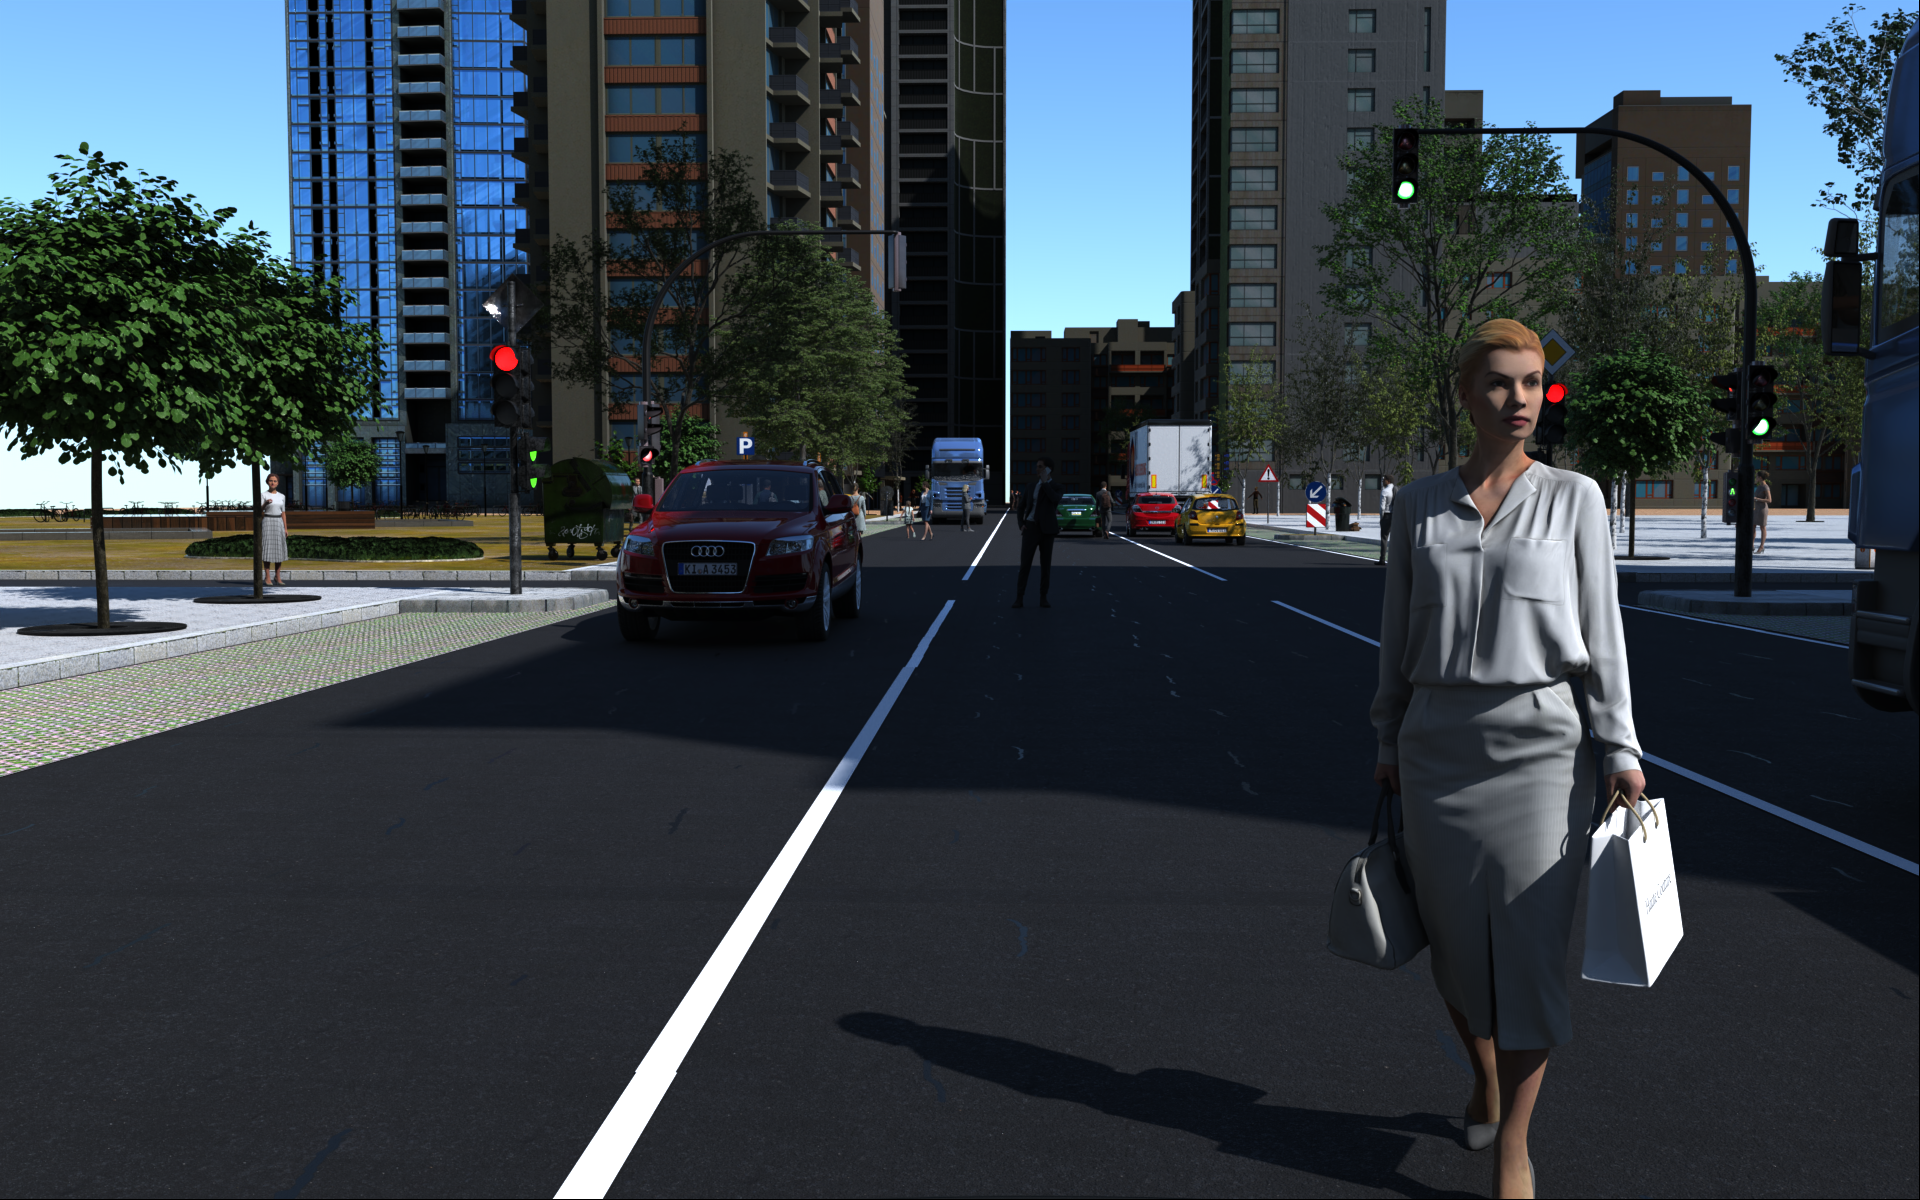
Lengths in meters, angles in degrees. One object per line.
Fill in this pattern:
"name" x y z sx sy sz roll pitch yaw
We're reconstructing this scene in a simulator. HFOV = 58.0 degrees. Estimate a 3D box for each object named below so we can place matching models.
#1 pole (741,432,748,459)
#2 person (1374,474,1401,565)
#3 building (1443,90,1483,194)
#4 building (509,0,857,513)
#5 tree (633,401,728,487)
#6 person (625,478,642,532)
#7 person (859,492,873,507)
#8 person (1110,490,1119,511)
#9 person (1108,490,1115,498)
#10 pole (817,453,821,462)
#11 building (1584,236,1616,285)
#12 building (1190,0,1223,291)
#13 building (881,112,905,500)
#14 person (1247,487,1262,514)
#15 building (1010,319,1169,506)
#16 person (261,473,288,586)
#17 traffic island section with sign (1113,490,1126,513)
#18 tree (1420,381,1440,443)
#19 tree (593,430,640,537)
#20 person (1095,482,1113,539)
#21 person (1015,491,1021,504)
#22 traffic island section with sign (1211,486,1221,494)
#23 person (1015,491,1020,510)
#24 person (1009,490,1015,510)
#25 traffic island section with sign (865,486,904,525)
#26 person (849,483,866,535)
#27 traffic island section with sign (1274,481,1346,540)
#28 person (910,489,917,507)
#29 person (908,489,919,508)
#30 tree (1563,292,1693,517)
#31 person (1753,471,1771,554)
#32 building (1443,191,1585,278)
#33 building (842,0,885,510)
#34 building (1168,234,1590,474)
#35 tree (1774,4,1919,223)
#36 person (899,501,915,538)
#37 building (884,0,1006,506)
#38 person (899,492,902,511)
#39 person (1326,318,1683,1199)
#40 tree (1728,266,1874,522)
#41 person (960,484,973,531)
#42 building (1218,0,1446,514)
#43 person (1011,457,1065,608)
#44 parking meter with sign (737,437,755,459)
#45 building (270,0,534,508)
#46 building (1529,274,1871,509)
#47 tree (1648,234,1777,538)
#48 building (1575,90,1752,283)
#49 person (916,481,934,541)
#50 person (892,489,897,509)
"pole" -7.071 -3.856 56.893 0.158 3.312 0.155 0 3 0
"person" 8.658 -1.593 34.639 0.679 1.850 0.850 -2 4 -31
"building" 46.582 -35.245 199.955 21.600 48.544 21.300 0 4 2
"building" -18.611 -28.502 120.636 22.147 44.769 28.867 0 4 2
"tree" -9.827 -4.742 61.246 4.285 4.588 4.351 0 3 0
"person" -10.600 -3.096 56.765 0.694 1.812 0.767 -2 4 -31
"person" -6.166 -6.354 110.712 1.217 1.735 0.721 0 4 8
"person" 12.757 -8.420 146.181 1.348 1.822 0.705 2 4 32
"person" 14.336 -9.659 166.564 1.348 1.807 0.705 -1 4 -15
"pole" -6.486 -5.242 79.554 0.158 3.312 0.155 0 3 0
"building" 64.493 -25.942 195.844 14.107 30.474 14.160 0 4 2
"building" 31.113 -44.458 165.137 20.563 71.187 20.611 0 4 2
"building" -20.421 -31.370 167.518 28.867 44.769 22.147 0 4 2
"person" 19.018 -6.428 111.663 1.217 1.766 0.721 -2 4 -28
"building" 20.454 -22.054 205.629 28.899 21.520 27.650 0 4 2
"person" -10.730 -1.104 27.115 0.524 1.755 0.480 3 5 39
"traffic island section with sign" 14.417 -9.190 158.878 1.989 1.847 2.006 0 4 2
"tree" 19.502 -7.868 78.998 4.360 8.622 3.978 0 3 0
"tree" -10.303 -3.513 52.038 1.663 3.219 1.824 0 3 0
"person" 4.612 -2.867 55.332 0.622 1.834 0.822 1 4 19
"person" 5.645 -9.686 167.391 0.750 1.759 0.617 0 4 3
"traffic island section with sign" 11.851 -4.490 82.034 1.989 1.847 2.006 0 4 2
"person" 5.267 -9.041 157.119 0.742 1.727 0.445 3 5 40
"person" 4.592 -8.725 151.703 0.434 1.755 0.990 -1 4 -22
"traffic island section with sign" -3.394 -4.471 81.730 1.989 1.847 2.006 0 4 2
"person" -2.507 -1.961 41.567 0.512 1.701 0.522 0 4 -4
"traffic island section with sign" 10.921 -2.794 54.309 1.989 1.847 2.006 0 4 2
"person" -4.772 -10.298 174.376 0.705 1.831 1.348 -2 4 -29
"person" -4.364 -9.576 163.427 1.217 1.723 0.721 3 4 37
"tree" 37.314 -10.959 97.309 7.486 12.596 7.792 0 3 0
"person" 17.159 -1.888 37.247 0.374 1.781 0.599 0 4 -1
"building" 51.024 -24.308 169.140 14.107 30.474 14.160 0 4 2
"building" -13.635 -30.082 141.958 14.600 45.320 14.200 0 4 2
"building" 32.446 -18.143 141.680 27.650 21.520 28.899 0 4 2
"tree" 33.690 -12.269 56.486 12.611 20.169 13.585 0 3 0
"person" -1.709 -2.618 56.325 0.505 1.210 0.382 -1 4 -8
"building" -5.016 -46.635 200.741 20.611 71.187 20.563 0 4 2
"person" -4.543 -7.445 131.026 0.557 1.426 1.065 -1 4 -23
"person" 1.136 0.325 3.539 0.694 1.780 0.624 3 5 43
"tree" 39.000 -9.375 79.043 9.928 11.665 9.643 0 3 0
"person" 0.279 -3.539 66.544 0.526 1.800 0.537 0 4 -1
"building" 24.892 -26.683 119.867 14.154 41.232 14.086 0 4 2
"person" 0.994 -0.857 21.878 0.648 1.900 0.474 1 4 10
"parking meter with sign" -6.635 -3.523 53.869 0.543 3.016 1.738 0 4 -5
"building" -50.589 -52.261 167.145 31.000 86.520 22.319 0 4 2
"building" 72.285 -19.377 161.856 28.899 21.520 27.650 0 4 2
"tree" 21.821 -6.096 50.034 4.737 8.622 4.395 0 3 0
"building" 78.658 -33.356 195.488 14.200 45.320 14.600 0 4 2
"person" -1.001 -2.741 53.335 0.654 1.822 0.581 -3 4 -36
"person" -5.716 -8.850 151.449 0.721 1.735 1.217 2 4 29
